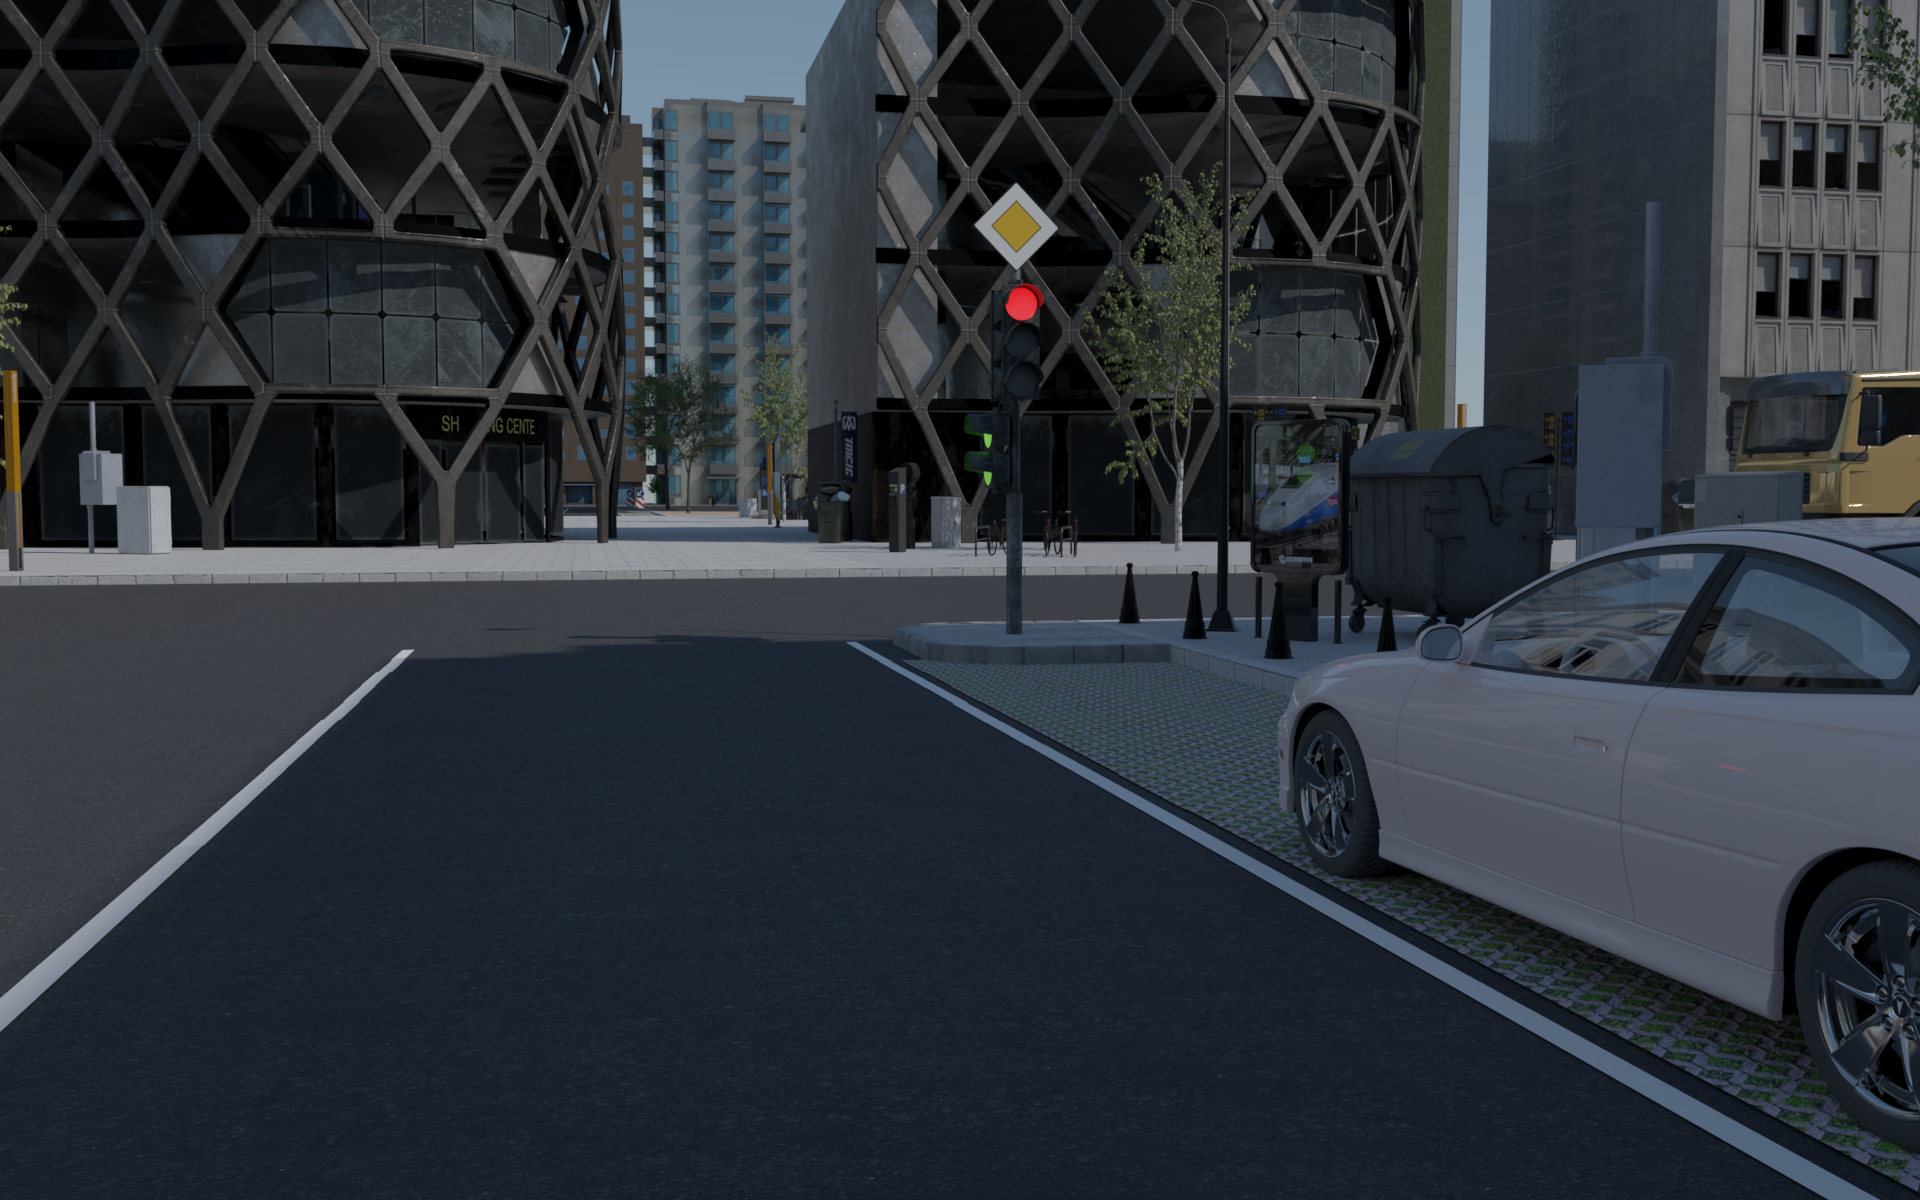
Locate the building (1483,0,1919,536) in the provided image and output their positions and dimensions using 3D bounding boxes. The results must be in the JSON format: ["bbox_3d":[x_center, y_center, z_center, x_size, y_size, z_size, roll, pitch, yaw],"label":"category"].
[{"bbox_3d":[28.719,-14.460,54.443,19.932,24.808,12.078,-1,4,-12],"label":"building"}]

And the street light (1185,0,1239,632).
[{"bbox_3d":[1.933,-2.657,15.984,1.470,5.913,1.316,-1,4,-12],"label":"street light"}]

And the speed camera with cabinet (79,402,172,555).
[{"bbox_3d":[-17.901,-2.617,37.128,2.038,3.252,0.660,1,4,23],"label":"speed camera with cabinet"}]

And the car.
[{"bbox_3d":[2.603,0.434,5.271,2.083,1.381,4.827,-1,4,-14],"label":"car"}]

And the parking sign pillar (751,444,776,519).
[{"bbox_3d":[-10.144,-6.207,89.962,1.447,3.967,1.447,0,4,-7],"label":"parking sign pillar"}]

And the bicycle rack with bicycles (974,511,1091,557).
[{"bbox_3d":[1.506,-1.402,36.306,2.852,0.926,2.925,1,4,11],"label":"bicycle rack with bicycles"}]

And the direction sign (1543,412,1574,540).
[{"bbox_3d":[16.541,-3.421,47.927,0.379,3.537,0.876,-3,5,-43],"label":"direction sign"}]

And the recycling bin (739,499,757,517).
[{"bbox_3d":[-11.803,-5.126,96.371,0.722,1.027,0.722,3,5,42],"label":"recycling bin"}]

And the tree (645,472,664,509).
[{"bbox_3d":[-26.213,-9.390,148.129,1.663,3.219,1.824,0,3,0],"label":"tree"}]

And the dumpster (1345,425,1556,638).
[{"bbox_3d":[4.313,-0.589,15.387,1.264,1.857,1.865,-1,4,-12],"label":"dumpster"}]

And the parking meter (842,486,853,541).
[{"bbox_3d":[-3.116,-2.373,47.204,0.372,1.533,0.369,0,3,0],"label":"parking meter"}]

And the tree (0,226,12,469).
[{"bbox_3d":[-20.854,-5.172,34.929,4.737,8.622,4.395,0,3,0],"label":"tree"}]

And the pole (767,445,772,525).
[{"bbox_3d":[-7.885,-4.767,71.791,0.158,3.312,0.155,0,3,0],"label":"pole"}]

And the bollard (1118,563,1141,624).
[{"bbox_3d":[1.685,-0.071,17.209,0.229,0.601,0.229,0,3,0],"label":"bollard"}]

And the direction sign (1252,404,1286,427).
[{"bbox_3d":[7.841,-3.180,43.993,0.876,3.537,0.379,2,4,27],"label":"direction sign"}]

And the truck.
[{"bbox_3d":[16.706,-1.964,28.040,9.791,3.379,3.469,-1,4,-13],"label":"truck"}]

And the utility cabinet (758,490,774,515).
[{"bbox_3d":[-11.051,-5.618,100.535,1.173,1.500,0.318,3,5,40],"label":"utility cabinet"}]

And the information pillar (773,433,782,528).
[{"bbox_3d":[-6.973,-4.557,65.857,0.183,3.616,0.504,1,4,19],"label":"information pillar"}]

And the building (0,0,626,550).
[{"bbox_3d":[-17.714,-10.983,47.026,16.811,18.784,16.820,-1,4,-12],"label":"building"}]

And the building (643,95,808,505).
[{"bbox_3d":[-23.389,-36.190,211.317,30.456,49.044,23.786,-1,4,-12],"label":"building"}]

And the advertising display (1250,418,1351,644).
[{"bbox_3d":[2.956,-0.605,15.112,0.123,1.923,0.974,-3,5,-42],"label":"advertising display"}]

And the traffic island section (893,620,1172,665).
[{"bbox_3d":[0.519,0.390,15.901,2.009,0.180,2.903,-1,4,-12],"label":"traffic island section"}]

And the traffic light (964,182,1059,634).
[{"bbox_3d":[0.478,-1.643,15.778,0.839,4.253,0.868,-1,4,-12],"label":"traffic light"}]

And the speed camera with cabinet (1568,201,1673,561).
[{"bbox_3d":[4.776,-1.114,12.547,0.660,3.252,2.038,1,4,21],"label":"speed camera with cabinet"}]

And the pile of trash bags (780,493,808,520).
[{"bbox_3d":[-7.804,-4.712,86.788,1.912,1.369,3.447,1,4,11],"label":"pile of trash bags"}]

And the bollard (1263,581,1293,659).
[{"bbox_3d":[2.489,0.154,13.530,0.229,0.601,0.229,0,3,0],"label":"bollard"}]

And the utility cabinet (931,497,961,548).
[{"bbox_3d":[-0.324,-1.846,41.351,0.306,1.237,1.020,2,4,27],"label":"utility cabinet"}]

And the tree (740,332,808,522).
[{"bbox_3d":[-7.937,-7.823,78.273,4.737,8.622,4.395,0,3,0],"label":"tree"}]

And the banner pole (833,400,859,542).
[{"bbox_3d":[-3.091,-3.430,46.105,0.863,3.779,0.401,-2,4,-27],"label":"banner pole"}]

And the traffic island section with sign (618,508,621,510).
[{"bbox_3d":[-29.441,-8.892,154.010,1.989,1.847,2.006,-1,4,-12],"label":"traffic island section with sign"}]

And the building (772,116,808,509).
[{"bbox_3d":[-0.441,-28.264,154.001,32.217,40.220,23.993,-1,4,-12],"label":"building"}]

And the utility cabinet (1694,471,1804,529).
[{"bbox_3d":[7.667,-0.505,16.928,0.318,1.500,1.173,-1,4,-15],"label":"utility cabinet"}]

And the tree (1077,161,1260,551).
[{"bbox_3d":[4.858,-5.417,38.924,4.737,8.622,4.395,0,3,0],"label":"tree"}]

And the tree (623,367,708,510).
[{"bbox_3d":[-24.161,-13.230,142.072,9.928,11.665,9.643,0,3,0],"label":"tree"}]

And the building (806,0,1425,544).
[{"bbox_3d":[4.760,-11.290,52.038,16.811,18.784,16.820,-1,4,-12],"label":"building"}]

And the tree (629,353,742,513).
[{"bbox_3d":[-18.326,-11.076,115.504,8.767,10.594,7.601,1,4,13],"label":"tree"}]

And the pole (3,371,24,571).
[{"bbox_3d":[-15.717,-2.135,28.749,0.158,3.312,0.155,0,3,0],"label":"pole"}]

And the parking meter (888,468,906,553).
[{"bbox_3d":[-1.378,-1.981,38.107,0.255,1.863,0.399,2,4,28],"label":"parking meter"}]

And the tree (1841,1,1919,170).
[{"bbox_3d":[10.476,-3.973,15.328,4.737,8.622,4.395,0,3,0],"label":"tree"}]

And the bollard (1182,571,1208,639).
[{"bbox_3d":[2.085,0.041,15.375,0.229,0.601,0.229,0,3,0],"label":"bollard"}]

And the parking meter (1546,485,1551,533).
[{"bbox_3d":[14.279,-2.082,42.454,0.372,1.533,0.369,0,3,0],"label":"parking meter"}]

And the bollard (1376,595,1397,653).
[{"bbox_3d":[2.882,0.266,11.685,0.229,0.601,0.229,0,3,0],"label":"bollard"}]

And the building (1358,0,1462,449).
[{"bbox_3d":[29.826,-37.973,162.858,28.212,58.520,21.231,-1,4,-12],"label":"building"}]

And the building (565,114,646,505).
[{"bbox_3d":[-44.481,-33.837,203.346,14.200,45.320,14.600,-1,4,-12],"label":"building"}]

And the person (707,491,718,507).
[{"bbox_3d":[-26.299,-10.715,184.423,1.217,1.736,0.721,-2,4,-26],"label":"person"}]

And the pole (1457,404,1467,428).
[{"bbox_3d":[11.340,-2.775,39.214,0.158,3.312,0.155,0,3,0],"label":"pole"}]

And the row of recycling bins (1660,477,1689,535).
[{"bbox_3d":[19.154,-2.178,42.718,3.534,1.692,1.069,0,4,6],"label":"row of recycling bins"}]

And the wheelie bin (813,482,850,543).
[{"bbox_3d":[-3.353,-2.273,45.073,0.980,1.594,0.693,0,4,3],"label":"wheelie bin"}]

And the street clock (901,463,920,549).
[{"bbox_3d":[-1.168,-2.184,40.286,0.358,2.002,0.471,-3,5,-44],"label":"street clock"}]

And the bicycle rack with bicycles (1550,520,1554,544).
[{"bbox_3d":[13.658,-1.877,44.073,2.852,0.926,2.925,3,5,44],"label":"bicycle rack with bicycles"}]

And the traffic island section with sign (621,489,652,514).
[{"bbox_3d":[-23.726,-7.281,127.665,1.989,1.847,2.006,-1,4,-12],"label":"traffic island section with sign"}]
